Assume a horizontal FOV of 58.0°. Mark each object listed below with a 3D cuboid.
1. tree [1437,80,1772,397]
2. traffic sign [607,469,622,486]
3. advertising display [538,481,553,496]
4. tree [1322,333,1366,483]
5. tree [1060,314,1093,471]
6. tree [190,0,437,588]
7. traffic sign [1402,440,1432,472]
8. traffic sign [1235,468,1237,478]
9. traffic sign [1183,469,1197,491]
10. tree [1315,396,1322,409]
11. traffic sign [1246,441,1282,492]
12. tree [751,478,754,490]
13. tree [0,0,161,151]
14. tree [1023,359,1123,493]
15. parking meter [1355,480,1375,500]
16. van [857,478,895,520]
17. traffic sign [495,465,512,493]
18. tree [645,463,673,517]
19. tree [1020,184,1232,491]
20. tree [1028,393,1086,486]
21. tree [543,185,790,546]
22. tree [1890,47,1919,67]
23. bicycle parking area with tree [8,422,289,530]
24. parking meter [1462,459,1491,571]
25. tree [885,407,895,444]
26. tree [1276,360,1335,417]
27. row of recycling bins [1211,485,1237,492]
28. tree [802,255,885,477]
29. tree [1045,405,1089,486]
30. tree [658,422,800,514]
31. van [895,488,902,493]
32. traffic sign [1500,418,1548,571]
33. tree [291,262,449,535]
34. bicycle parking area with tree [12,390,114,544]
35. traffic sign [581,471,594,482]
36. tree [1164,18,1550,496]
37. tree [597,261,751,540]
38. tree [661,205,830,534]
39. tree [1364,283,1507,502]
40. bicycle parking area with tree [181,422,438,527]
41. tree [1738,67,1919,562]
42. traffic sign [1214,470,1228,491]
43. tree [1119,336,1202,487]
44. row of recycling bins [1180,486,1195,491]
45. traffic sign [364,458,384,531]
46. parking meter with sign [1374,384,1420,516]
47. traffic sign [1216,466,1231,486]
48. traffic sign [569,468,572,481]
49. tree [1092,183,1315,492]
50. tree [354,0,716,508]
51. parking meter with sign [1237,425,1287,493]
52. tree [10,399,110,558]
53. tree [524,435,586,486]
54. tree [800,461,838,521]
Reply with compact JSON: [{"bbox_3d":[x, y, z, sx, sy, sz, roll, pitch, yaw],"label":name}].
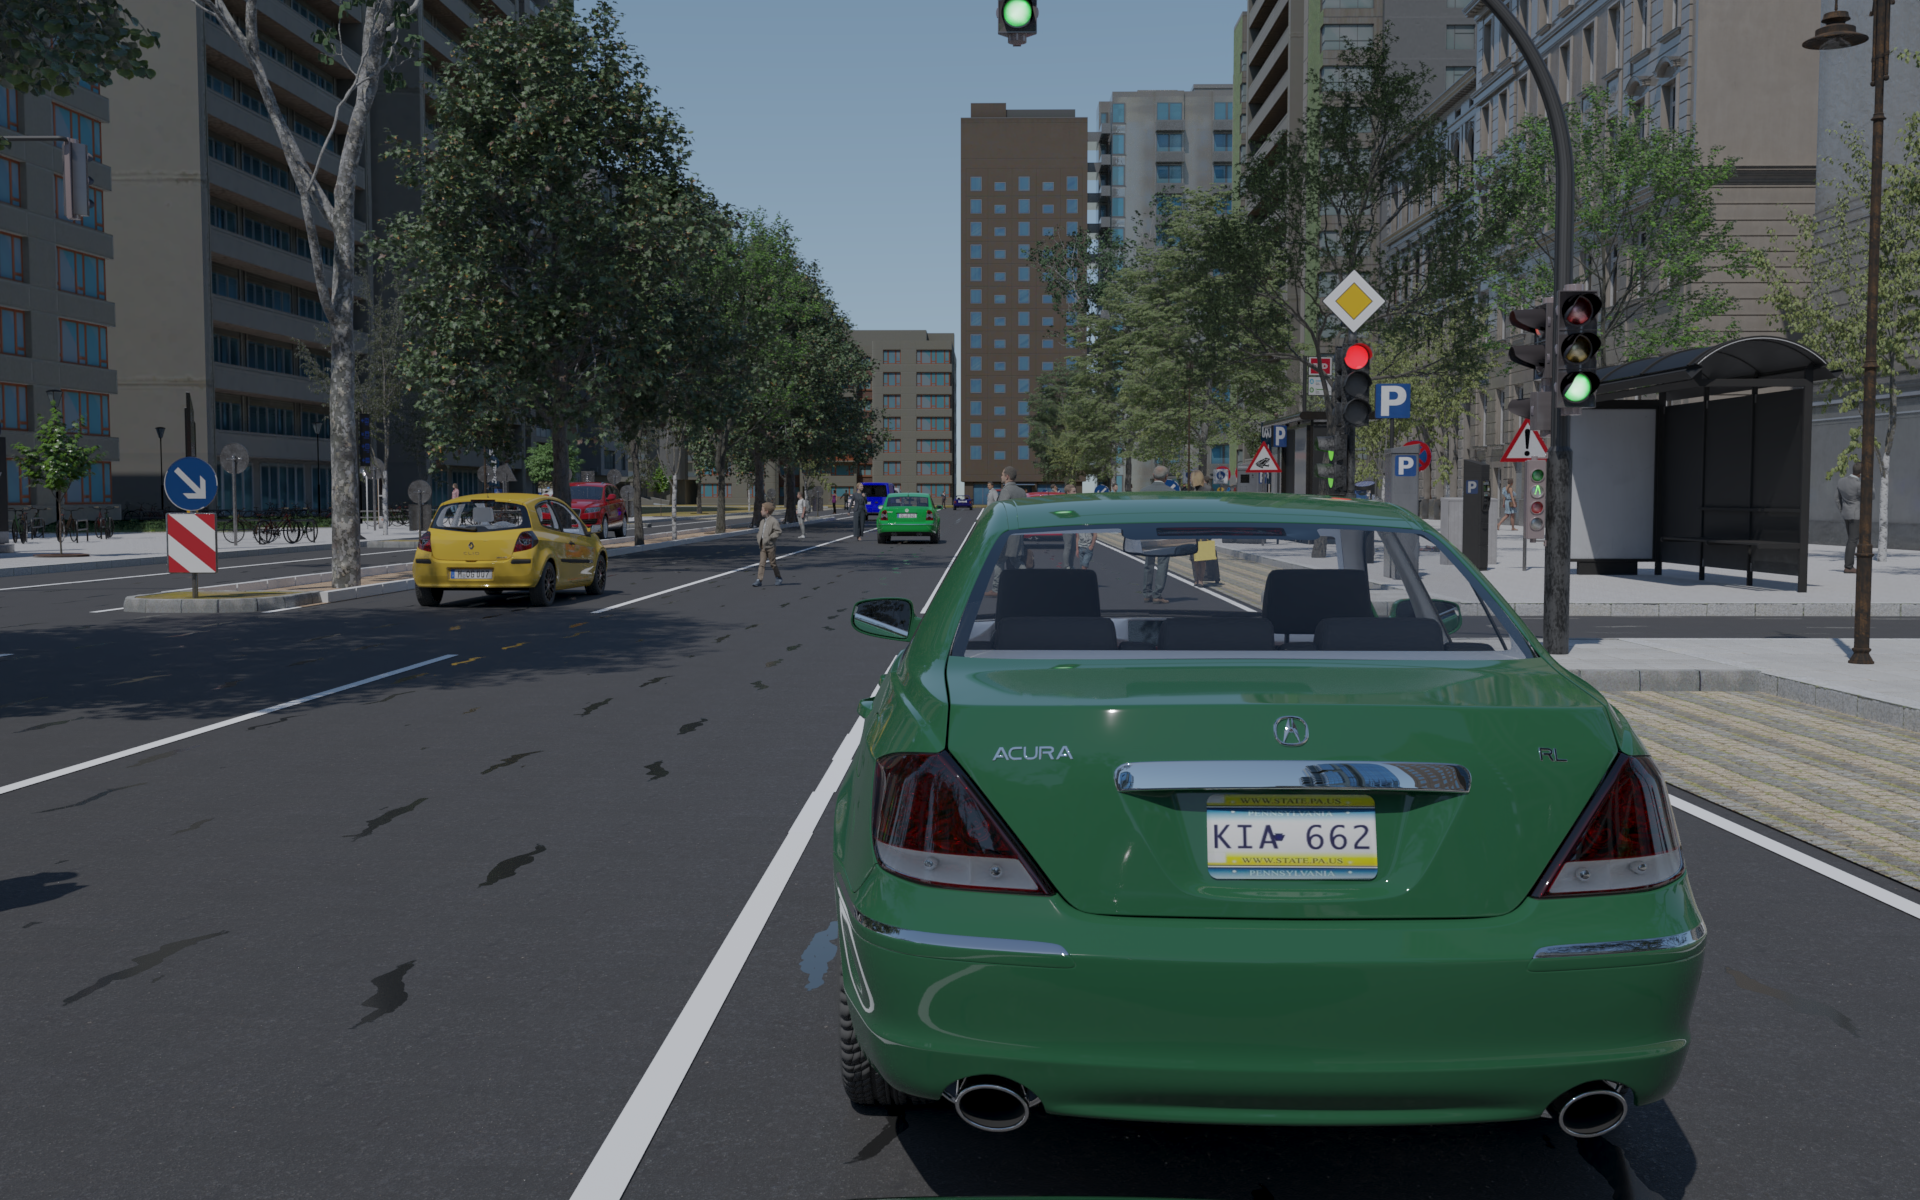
[{"bbox_3d":[16.565,-7.290,44.952,9.928,11.665,9.643,0,3,0],"label":"tree"},{"bbox_3d":[-17.518,-5.360,87.742,0.768,2.556,0.104,0,4,8],"label":"traffic sign"},{"bbox_3d":[-20.012,-4.817,83.979,0.974,1.923,0.123,1,4,18],"label":"advertising display"},{"bbox_3d":[16.077,-7.014,65.044,4.737,8.622,4.395,0,3,0],"label":"tree"},{"bbox_3d":[8.884,-10.322,86.886,7.486,12.596,7.792,0,3,0],"label":"tree"},{"bbox_3d":[-10.527,-10.290,26.596,12.611,20.169,13.585,0,3,0],"label":"tree"},{"bbox_3d":[10.759,-2.502,41.012,0.768,2.556,0.104,0,4,6],"label":"traffic sign"},{"bbox_3d":[11.900,-4.437,72.652,0.768,2.556,0.104,0,4,4],"label":"traffic sign"},{"bbox_3d":[9.228,-4.120,69.493,0.606,2.300,0.079,1,4,11],"label":"traffic sign"},{"bbox_3d":[19.398,-8.192,84.299,4.737,8.622,4.395,0,3,0],"label":"tree"},{"bbox_3d":[7.487,-2.614,42.747,0.884,2.594,0.081,1,4,10],"label":"traffic sign"},{"bbox_3d":[-16.003,-10.958,129.529,4.360,8.622,3.978,0,3,0],"label":"tree"},{"bbox_3d":[-9.269,-6.179,10.141,9.857,13.997,8.962,0,3,0],"label":"tree"},{"bbox_3d":[10.420,-15.478,159.713,9.857,13.997,8.962,0,3,0],"label":"tree"},{"bbox_3d":[7.482,-1.446,32.052,0.372,1.533,0.369,0,3,0],"label":"parking meter"},{"bbox_3d":[-4.524,-5.531,94.823,2.240,2.365,5.245,0,4,2],"label":"van"},{"bbox_3d":[-19.985,-4.634,75.877,0.768,2.556,0.104,0,4,6],"label":"traffic sign"},{"bbox_3d":[-16.966,-6.288,97.415,1.663,3.219,1.824,0,3,0],"label":"tree"},{"bbox_3d":[10.371,-15.344,106.762,12.611,20.169,13.585,0,3,0],"label":"tree"},{"bbox_3d":[10.788,-15.155,173.545,9.928,11.665,9.643,0,3,0],"label":"tree"},{"bbox_3d":[-8.754,-6.766,47.490,8.767,10.594,7.601,0,4,1],"label":"tree"},{"bbox_3d":[14.983,-4.505,24.013,4.737,8.622,4.395,0,3,0],"label":"tree"},{"bbox_3d":[-34.406,-5.173,71.583,9.016,4.147,8.231,1,4,15],"label":"bicycle parking area with tree"},{"bbox_3d":[8.621,-1.419,28.913,0.255,1.863,0.399,-3,5,-41],"label":"parking meter"},{"bbox_3d":[-7.957,-9.899,81.316,9.611,12.733,9.660,0,3,0],"label":"tree"},{"bbox_3d":[18.580,-8.639,91.616,4.360,8.622,3.978,0,3,0],"label":"tree"},{"bbox_3d":[12.142,-4.187,75.564,1.069,1.692,3.534,-1,4,-14],"label":"row of recycling bins"},{"bbox_3d":[-8.331,-9.307,71.628,9.611,12.733,9.660,0,3,0],"label":"tree"},{"bbox_3d":[9.092,-11.724,142.046,4.737,8.622,4.395,0,3,0],"label":"tree"},{"bbox_3d":[-16.912,-12.333,112.007,12.009,13.543,11.850,0,3,0],"label":"tree"},{"bbox_3d":[-4.624,-6.742,117.242,2.013,2.044,4.112,0,4,1],"label":"van"},{"bbox_3d":[9.412,-1.762,28.810,0.884,2.594,0.081,0,4,4],"label":"traffic sign"},{"bbox_3d":[-18.106,-6.317,53.653,4.360,8.622,3.978,0,3,0],"label":"tree"},{"bbox_3d":[-27.325,-3.653,46.728,8.231,4.147,9.016,0,4,-5],"label":"bicycle parking area with tree"},{"bbox_3d":[-16.684,-4.617,77.621,0.606,2.300,0.079,1,4,9],"label":"traffic sign"},{"bbox_3d":[7.479,-6.113,34.360,7.601,10.594,8.767,3,5,41],"label":"tree"},{"bbox_3d":[-8.925,-6.192,54.058,4.360,8.622,3.978,0,3,0],"label":"tree"},{"bbox_3d":[-8.458,-8.153,61.507,9.928,11.665,9.643,0,3,0],"label":"tree"},{"bbox_3d":[16.355,-6.627,58.714,4.737,8.622,4.395,0,3,0],"label":"tree"},{"bbox_3d":[-25.475,-5.174,71.596,9.016,4.147,8.231,1,4,12],"label":"bicycle parking area with tree"},{"bbox_3d":[17.311,-5.039,32.757,4.737,8.622,4.395,0,3,0],"label":"tree"},{"bbox_3d":[10.795,-4.259,71.757,0.606,2.300,0.079,0,4,6],"label":"traffic sign"},{"bbox_3d":[9.196,-7.863,78.926,4.737,8.622,4.395,0,3,0],"label":"tree"},{"bbox_3d":[10.664,-4.665,83.393,3.534,1.692,1.069,3,4,36],"label":"row of recycling bins"},{"bbox_3d":[-20.500,-3.700,60.607,0.768,2.556,0.104,0,4,5],"label":"traffic sign"},{"bbox_3d":[6.760,-1.855,26.595,0.543,3.016,1.738,0,4,5],"label":"parking meter with sign"},{"bbox_3d":[11.877,-4.792,78.453,0.768,2.556,0.104,0,4,5],"label":"traffic sign"},{"bbox_3d":[-17.897,-4.779,78.248,0.768,2.556,0.104,0,4,6],"label":"traffic sign"},{"bbox_3d":[9.337,-8.912,63.830,7.486,12.596,7.792,0,3,0],"label":"tree"},{"bbox_3d":[-8.972,-7.295,38.738,9.611,12.733,9.660,0,3,0],"label":"tree"},{"bbox_3d":[7.529,-2.958,44.627,0.543,3.016,1.738,-3,5,-43],"label":"parking meter with sign"},{"bbox_3d":[-18.506,-2.489,35.302,1.663,3.219,1.824,0,3,0],"label":"tree"},{"bbox_3d":[-22.098,-6.778,94.528,4.285,4.588,4.351,0,3,0],"label":"tree"},{"bbox_3d":[-7.950,-8.369,89.653,4.737,8.622,4.395,0,3,0],"label":"tree"}]
